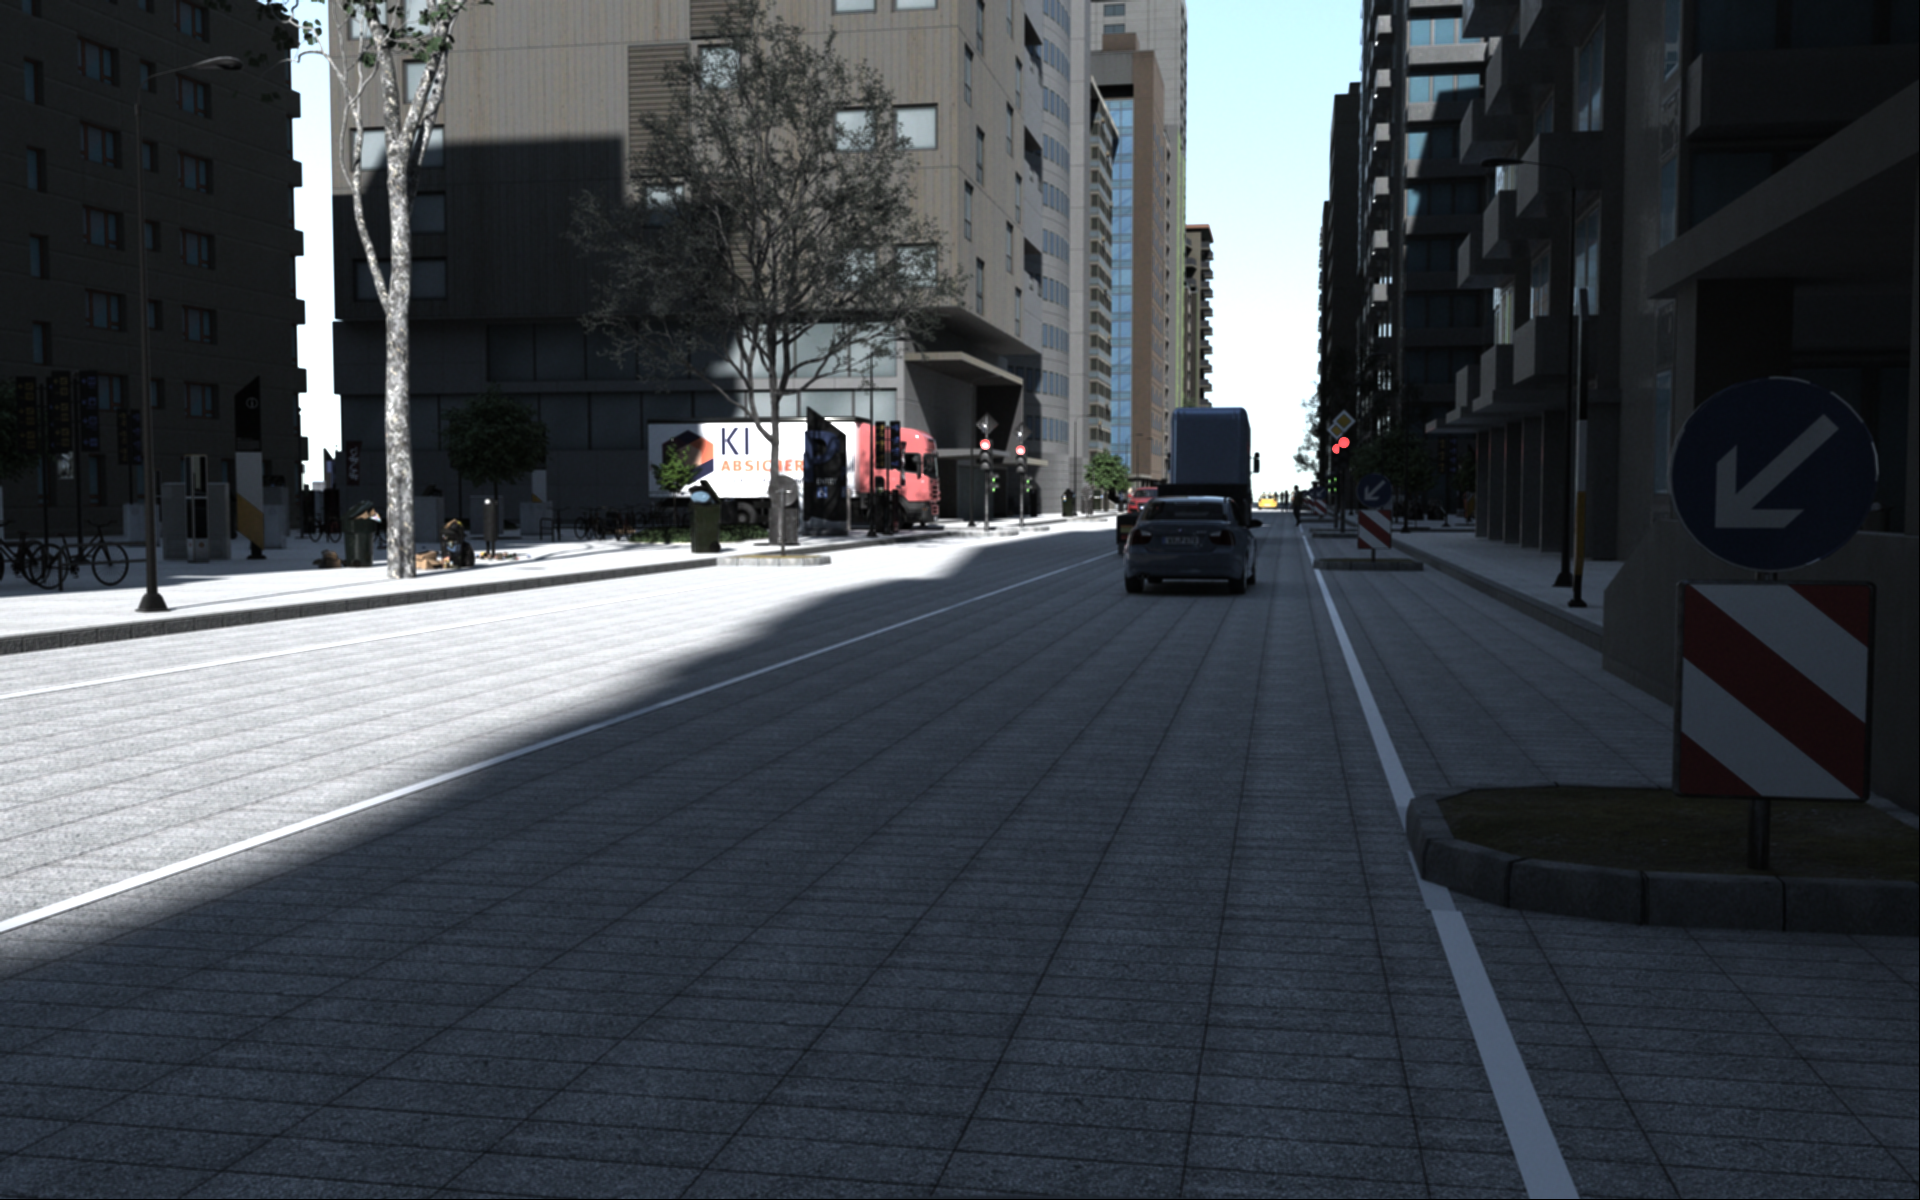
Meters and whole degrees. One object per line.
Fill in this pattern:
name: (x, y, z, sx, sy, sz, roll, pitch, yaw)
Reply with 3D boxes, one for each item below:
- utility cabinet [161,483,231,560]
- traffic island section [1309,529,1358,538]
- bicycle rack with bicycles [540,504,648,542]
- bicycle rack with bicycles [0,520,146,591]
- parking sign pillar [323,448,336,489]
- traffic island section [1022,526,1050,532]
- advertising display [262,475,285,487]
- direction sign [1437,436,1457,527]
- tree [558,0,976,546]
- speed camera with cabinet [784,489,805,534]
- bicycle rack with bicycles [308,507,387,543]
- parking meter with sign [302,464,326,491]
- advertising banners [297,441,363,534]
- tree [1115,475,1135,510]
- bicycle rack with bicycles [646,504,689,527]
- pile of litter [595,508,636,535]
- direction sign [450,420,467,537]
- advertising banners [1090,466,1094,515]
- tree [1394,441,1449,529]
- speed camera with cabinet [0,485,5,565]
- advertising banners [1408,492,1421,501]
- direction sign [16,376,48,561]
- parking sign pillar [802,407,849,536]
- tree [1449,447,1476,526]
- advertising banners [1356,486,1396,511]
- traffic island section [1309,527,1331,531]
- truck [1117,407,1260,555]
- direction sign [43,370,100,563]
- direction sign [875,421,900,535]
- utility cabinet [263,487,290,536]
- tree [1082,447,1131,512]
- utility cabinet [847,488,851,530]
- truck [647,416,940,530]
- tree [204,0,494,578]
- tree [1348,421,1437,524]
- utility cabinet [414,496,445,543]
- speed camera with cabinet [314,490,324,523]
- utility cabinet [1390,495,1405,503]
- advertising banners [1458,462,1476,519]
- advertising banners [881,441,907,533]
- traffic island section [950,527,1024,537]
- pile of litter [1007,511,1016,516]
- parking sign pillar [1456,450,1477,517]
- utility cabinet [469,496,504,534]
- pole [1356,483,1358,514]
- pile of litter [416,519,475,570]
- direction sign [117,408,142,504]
utility cabinet: (-14.785, -1.520, 33.527, 1.173, 1.500, 0.318, 0, 4, -7)
traffic island section: (12.729, -2.157, 57.542, 2.009, 0.180, 2.903, 1, 4, 11)
bicycle rack with bicycles: (-10.465, -2.119, 48.031, 2.852, 0.926, 2.925, -1, 4, -23)
bicycle rack with bicycles: (-12.750, -0.640, 23.852, 2.852, 0.926, 2.925, 1, 4, 14)
parking sign pillar: (-36.725, -6.904, 101.357, 1.447, 3.967, 1.447, 0, 4, 7)
traffic island section: (2.383, -2.773, 67.624, 2.009, 0.180, 2.903, 1, 4, 11)
advertising display: (-23.766, -3.333, 59.703, 0.974, 1.923, 0.123, -1, 4, -16)
direction sign: (19.087, -4.642, 67.893, 0.379, 3.537, 0.876, -3, 4, -39)
tree: (-4.711, -8.102, 42.831, 12.009, 13.543, 11.850, 0, 3, 0)
speed camera with cabinet: (-5.007, -3.747, 55.595, 2.038, 3.252, 0.660, -1, 4, -19)
bicycle rack with bicycles: (-15.724, -2.014, 46.314, 2.852, 0.926, 2.925, -3, 5, -44)
parking meter with sign: (-36.880, -6.324, 99.655, 1.738, 3.016, 0.543, 0, 4, -7)
advertising banners: (-20.537, -3.688, 56.490, 2.074, 3.025, 0.090, -2, 4, -28)
tree: (12.872, -8.778, 138.116, 1.663, 3.219, 1.824, 0, 3, 0)
bicycle rack with bicycles: (-11.126, -2.950, 61.620, 2.852, 0.926, 2.925, -2, 4, -32)
pile of litter: (-10.857, -2.513, 55.057, 1.719, 0.858, 1.176, -2, 4, -32)
direction sign: (-15.091, -3.686, 52.262, 0.379, 3.537, 0.876, 1, 4, 20)
advertising banners: (8.112, -6.747, 106.496, 0.090, 3.025, 2.074, 1, 4, 12)
tree: (16.725, -4.236, 63.866, 1.663, 3.219, 1.824, 0, 3, 0)
speed camera with cabinet: (-16.790, -2.139, 29.309, 0.660, 3.252, 2.038, -1, 4, -16)
advertising banners: (27.580, -6.727, 106.180, 0.090, 3.025, 2.074, -1, 4, -21)
direction sign: (-17.715, -2.538, 33.494, 0.876, 3.537, 0.379, -1, 4, -16)
parking sign pillar: (-4.142, -3.951, 53.069, 1.447, 3.967, 1.447, 1, 4, 22)
tree: (20.865, -4.656, 70.720, 1.663, 3.219, 1.824, 0, 3, 0)
advertising banners: (20.015, -5.294, 82.752, 2.074, 3.025, 0.090, 1, 4, 12)
traffic island section: (14.214, -2.637, 65.388, 2.009, 0.180, 2.903, 1, 4, 11)
truck: (6.568, -3.562, 47.991, 2.967, 4.110, 18.799, 1, 4, 11)
direction sign: (-16.220, -2.436, 31.833, 0.876, 3.537, 0.379, 0, 4, 5)
direction sign: (-2.245, -3.783, 53.857, 0.876, 3.537, 0.379, 2, 4, 28)
utility cabinet: (-20.673, -2.658, 52.141, 1.173, 1.500, 0.318, 2, 4, 33)
tree: (10.330, -8.447, 121.825, 4.285, 4.588, 4.351, 0, 3, 0)
utility cabinet: (-4.248, -3.201, 61.007, 0.318, 1.500, 1.173, 2, 4, 25)
truck: (-5.770, -4.593, 64.005, 11.283, 4.237, 2.839, 1, 4, 9)
tree: (-7.504, -10.464, 26.978, 12.611, 20.169, 13.585, 0, 3, 0)
tree: (19.207, -5.629, 75.748, 4.285, 4.588, 4.351, 0, 3, 0)
utility cabinet: (-14.049, -2.107, 45.614, 1.020, 1.237, 0.306, 2, 4, 26)
speed camera with cabinet: (-29.486, -5.071, 77.250, 2.038, 3.252, 0.660, 0, 4, -7)
utility cabinet: (26.076, -5.650, 103.541, 1.020, 1.237, 0.306, -1, 4, -20)
advertising banners: (26.156, -5.688, 89.183, 0.090, 3.025, 2.074, -1, 4, -13)
advertising banners: (-2.135, -3.705, 56.760, 0.090, 3.025, 2.074, 1, 4, 20)
traffic island section: (0.898, -2.293, 59.778, 2.009, 0.180, 2.903, 1, 4, 11)
pile of litter: (2.681, -5.261, 99.974, 1.176, 0.858, 1.719, 3, 5, 40)
parking sign pillar: (28.442, -6.612, 96.585, 1.447, 3.967, 1.447, 0, 4, 3)
utility cabinet: (-15.084, -2.692, 55.179, 1.020, 1.237, 0.306, -1, 4, -10)
pole: (25.354, -7.124, 110.325, 0.158, 3.312, 0.155, 0, 3, 0)
pile of litter: (-9.075, -0.985, 30.076, 1.176, 0.858, 1.719, 1, 4, 19)
direction sign: (-22.115, -3.314, 46.173, 0.379, 3.537, 0.876, 1, 4, 12)
